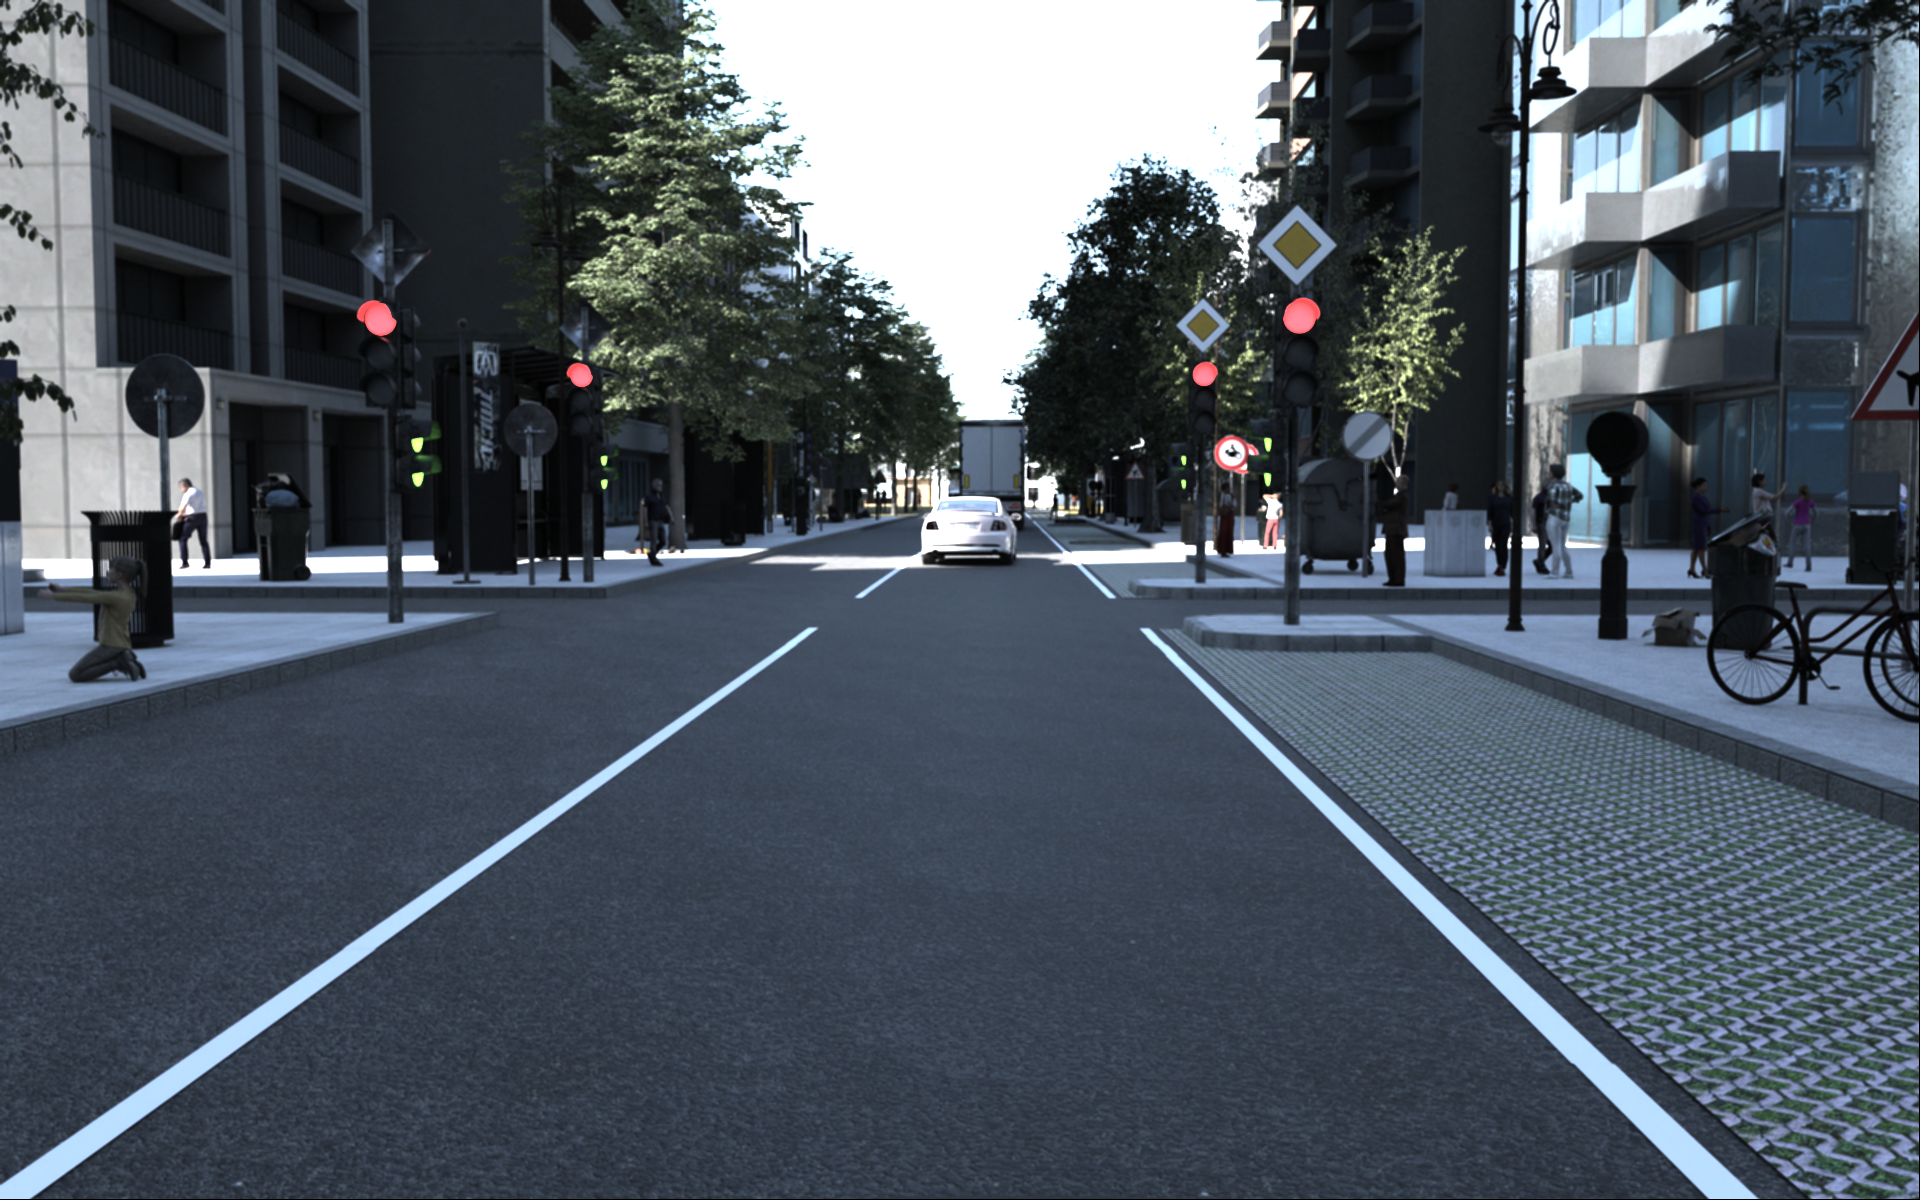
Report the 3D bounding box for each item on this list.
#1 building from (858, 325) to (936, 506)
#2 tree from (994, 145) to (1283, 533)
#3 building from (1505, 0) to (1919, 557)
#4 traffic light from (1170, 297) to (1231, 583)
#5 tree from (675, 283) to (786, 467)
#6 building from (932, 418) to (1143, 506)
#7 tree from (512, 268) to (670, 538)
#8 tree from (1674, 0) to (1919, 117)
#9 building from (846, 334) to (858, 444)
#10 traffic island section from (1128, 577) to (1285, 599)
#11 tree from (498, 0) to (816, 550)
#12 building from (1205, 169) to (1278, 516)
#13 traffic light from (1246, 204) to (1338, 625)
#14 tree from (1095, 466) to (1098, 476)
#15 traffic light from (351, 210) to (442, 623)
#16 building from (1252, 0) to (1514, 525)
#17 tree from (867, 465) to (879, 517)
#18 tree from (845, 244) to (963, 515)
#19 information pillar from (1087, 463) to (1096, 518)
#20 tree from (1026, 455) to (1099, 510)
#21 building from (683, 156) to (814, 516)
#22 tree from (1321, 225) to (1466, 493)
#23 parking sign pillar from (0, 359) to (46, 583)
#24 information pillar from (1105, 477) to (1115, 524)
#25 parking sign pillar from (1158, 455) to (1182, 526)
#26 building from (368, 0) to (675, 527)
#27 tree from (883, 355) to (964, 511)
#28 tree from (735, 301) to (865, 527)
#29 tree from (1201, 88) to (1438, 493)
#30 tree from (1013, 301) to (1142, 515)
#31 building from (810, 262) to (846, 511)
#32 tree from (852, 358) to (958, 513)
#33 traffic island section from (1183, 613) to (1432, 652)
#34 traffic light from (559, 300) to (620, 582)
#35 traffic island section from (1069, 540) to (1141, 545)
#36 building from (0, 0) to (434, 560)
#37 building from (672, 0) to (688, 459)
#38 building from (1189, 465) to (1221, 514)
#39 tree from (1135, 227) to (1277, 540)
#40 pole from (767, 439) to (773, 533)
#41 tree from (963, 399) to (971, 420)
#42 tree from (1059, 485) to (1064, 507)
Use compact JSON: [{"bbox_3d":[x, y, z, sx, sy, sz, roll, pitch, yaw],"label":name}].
[{"bbox_3d":[-8.703,-21.036,200.350,11.380,20.091,16.016,0,4,2],"label":"building"},{"bbox_3d":[6.261,-8.579,57.271,9.611,12.733,9.660,0,3,0],"label":"tree"},{"bbox_3d":[29.647,-25.892,42.951,30.456,49.044,23.786,0,4,2],"label":"building"},{"bbox_3d":[3.458,-2.202,24.925,0.839,4.253,0.868,0,4,2],"label":"traffic light"},{"bbox_3d":[-8.162,-6.781,61.230,4.360,8.622,3.978,0,3,0],"label":"tree"},{"bbox_3d":[10.912,-15.541,196.238,28.070,9.664,9.099,0,4,2],"label":"building"},{"bbox_3d":[-10.734,-6.133,50.641,4.360,8.622,3.978,0,3,0],"label":"tree"},{"bbox_3d":[5.928,-4.410,6.516,8.767,10.594,7.601,0,4,-7],"label":"tree"},{"bbox_3d":[-16.140,-18.605,160.610,11.380,20.091,16.016,0,4,2],"label":"building"},{"bbox_3d":[3.498,-0.169,25.037,2.009,0.180,2.903,0,4,2],"label":"traffic island section"},{"bbox_3d":[-7.010,-7.447,39.885,7.486,12.596,7.792,0,3,0],"label":"tree"},{"bbox_3d":[23.271,-15.306,106.677,16.016,20.091,11.380,0,4,2],"label":"building"},{"bbox_3d":[3.248,-1.714,16.942,0.839,4.253,0.868,0,4,2],"label":"traffic light"},{"bbox_3d":[9.468,-11.976,121.565,9.928,11.665,9.643,0,3,0],"label":"tree"},{"bbox_3d":[-5.610,-1.727,17.158,0.839,4.253,0.868,0,4,2],"label":"traffic light"},{"bbox_3d":[26.166,-26.260,83.980,22.147,44.769,28.867,0,4,2],"label":"building"},{"bbox_3d":[-5.017,-6.177,95.594,1.663,3.219,1.824,0,3,0],"label":"tree"},{"bbox_3d":[-5.322,-9.845,79.086,7.486,12.596,7.792,0,3,0],"label":"tree"},{"bbox_3d":[7.051,-6.214,92.958,0.504,3.616,0.183,2,4,31],"label":"information pillar"},{"bbox_3d":[8.995,-13.513,139.070,7.486,12.596,7.792,0,3,0],"label":"tree"},{"bbox_3d":[-25.668,-16.744,117.733,27.936,21.610,32.646,0,4,2],"label":"building"},{"bbox_3d":[12.144,-5.984,48.199,4.737,8.622,4.395,0,3,0],"label":"tree"},{"bbox_3d":[-14.191,-2.248,25.226,1.447,3.967,1.447,3,5,40],"label":"parking sign pillar"},{"bbox_3d":[6.479,-4.295,74.723,0.304,2.012,0.304,3,5,43],"label":"information pillar"},{"bbox_3d":[8.499,-4.993,70.101,1.447,3.967,1.447,2,4,35],"label":"parking sign pillar"},{"bbox_3d":[-23.254,-26.916,63.781,21.300,48.544,21.600,0,4,2],"label":"building"},{"bbox_3d":[-3.232,-12.411,128.668,9.928,11.665,9.643,0,3,0],"label":"tree"},{"bbox_3d":[-5.751,-7.130,66.935,4.737,8.622,4.395,0,3,0],"label":"tree"},{"bbox_3d":[6.235,-4.984,31.850,4.360,8.622,3.978,0,3,0],"label":"tree"},{"bbox_3d":[7.790,-12.302,107.799,9.857,13.997,8.962,0,3,0],"label":"tree"},{"bbox_3d":[-17.933,-17.317,139.556,16.016,20.091,11.380,0,4,2],"label":"building"},{"bbox_3d":[-3.920,-11.271,118.694,8.767,10.594,7.601,2,4,33],"label":"tree"},{"bbox_3d":[3.288,0.320,17.055,2.009,0.180,2.903,0,4,2],"label":"traffic island section"},{"bbox_3d":[-5.401,-2.215,25.141,0.839,4.253,0.868,0,4,2],"label":"traffic light"},{"bbox_3d":[4.143,-1.647,49.796,1.991,0.108,1.994,0,4,2],"label":"traffic island section"},{"bbox_3d":[-24.422,-36.929,42.047,20.563,71.187,20.611,0,4,2],"label":"building"},{"bbox_3d":[-21.166,-26.397,81.697,14.600,45.320,14.200,0,4,2],"label":"building"},{"bbox_3d":[24.612,-16.001,128.080,16.747,18.905,31.486,0,4,2],"label":"building"},{"bbox_3d":[6.604,-5.945,47.559,4.737,8.622,4.395,0,3,0],"label":"tree"},{"bbox_3d":[-6.333,-3.898,57.581,0.158,3.312,0.155,0,3,0],"label":"pole"},{"bbox_3d":[-3.559,-11.393,104.406,7.486,12.596,7.792,0,3,0],"label":"tree"},{"bbox_3d":[10.485,-11.052,175.297,1.663,3.219,1.824,0,3,0],"label":"tree"}]
